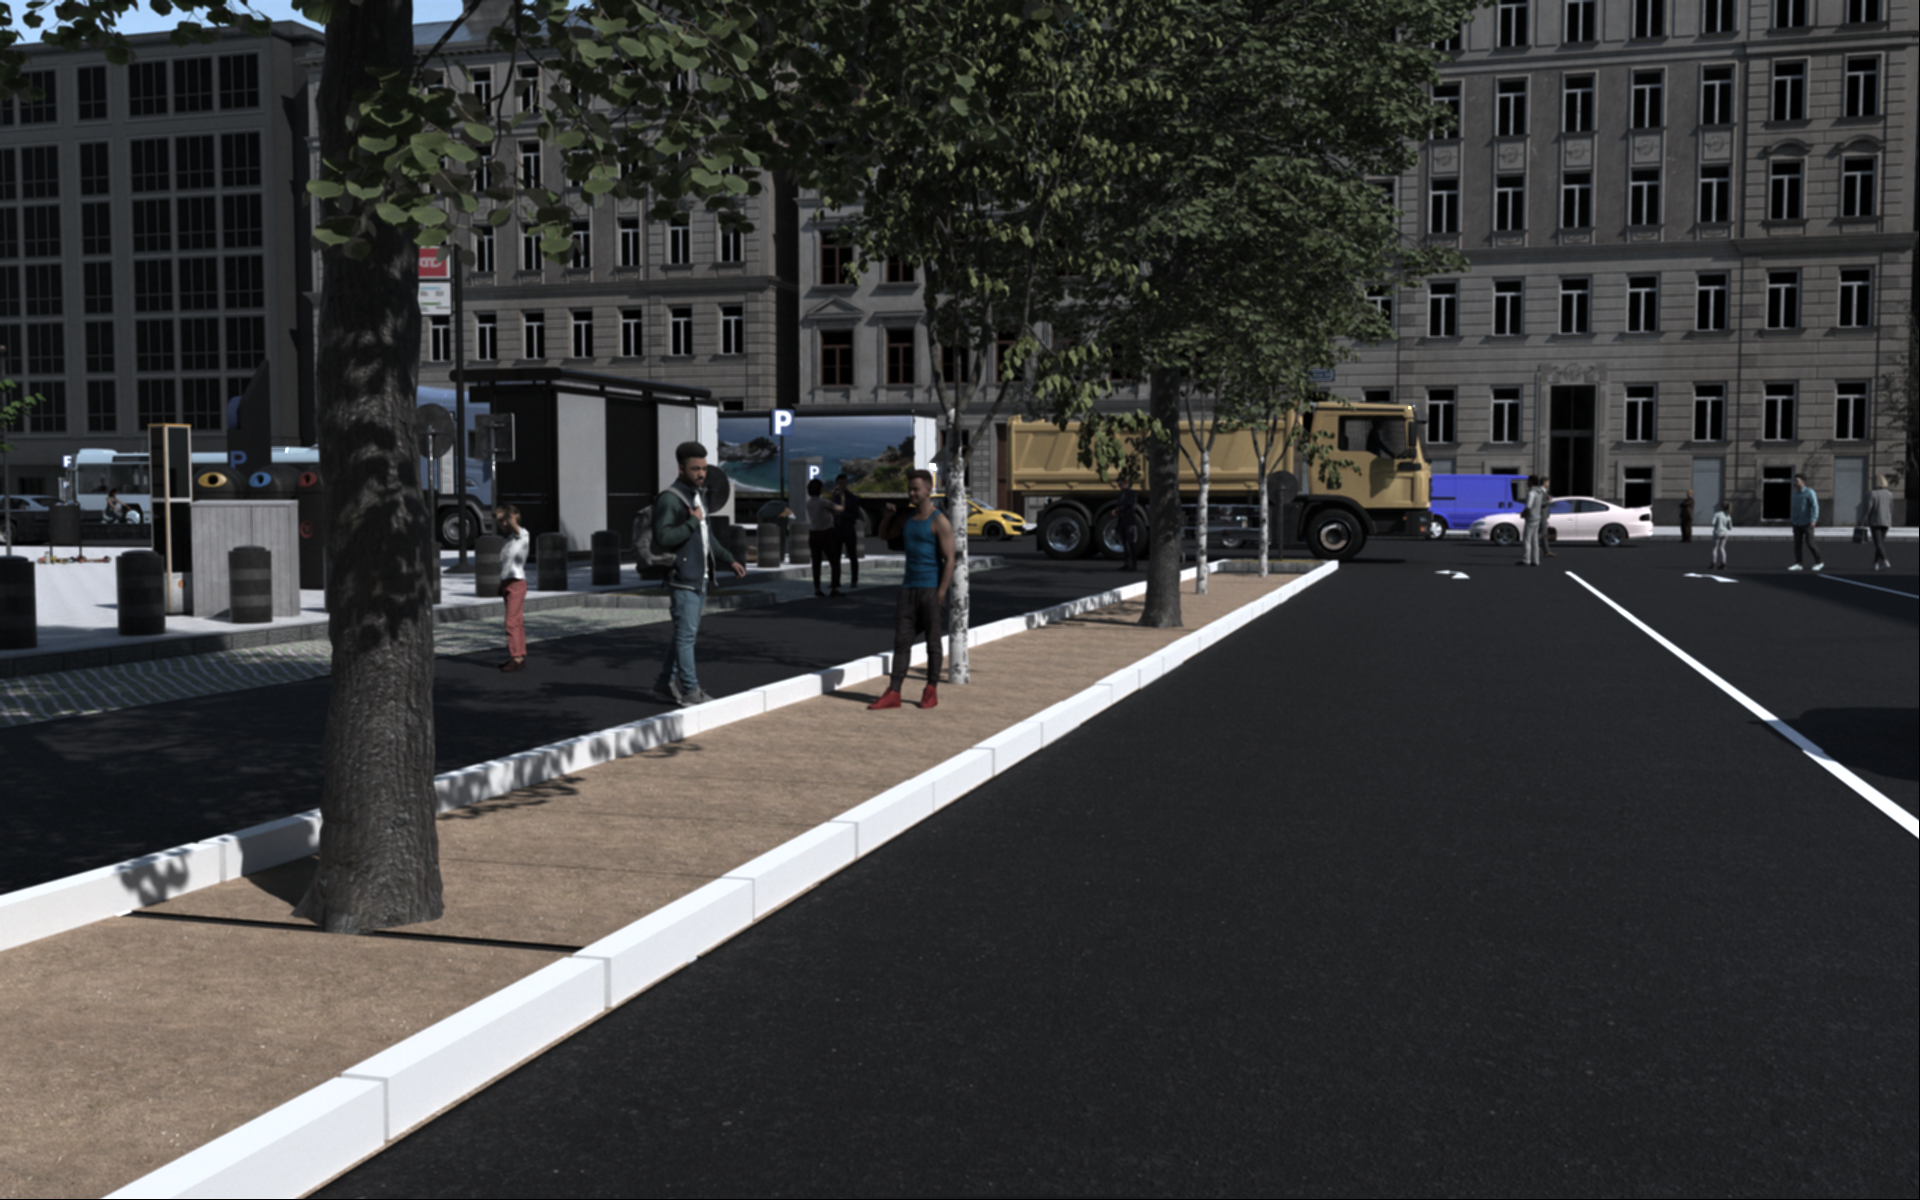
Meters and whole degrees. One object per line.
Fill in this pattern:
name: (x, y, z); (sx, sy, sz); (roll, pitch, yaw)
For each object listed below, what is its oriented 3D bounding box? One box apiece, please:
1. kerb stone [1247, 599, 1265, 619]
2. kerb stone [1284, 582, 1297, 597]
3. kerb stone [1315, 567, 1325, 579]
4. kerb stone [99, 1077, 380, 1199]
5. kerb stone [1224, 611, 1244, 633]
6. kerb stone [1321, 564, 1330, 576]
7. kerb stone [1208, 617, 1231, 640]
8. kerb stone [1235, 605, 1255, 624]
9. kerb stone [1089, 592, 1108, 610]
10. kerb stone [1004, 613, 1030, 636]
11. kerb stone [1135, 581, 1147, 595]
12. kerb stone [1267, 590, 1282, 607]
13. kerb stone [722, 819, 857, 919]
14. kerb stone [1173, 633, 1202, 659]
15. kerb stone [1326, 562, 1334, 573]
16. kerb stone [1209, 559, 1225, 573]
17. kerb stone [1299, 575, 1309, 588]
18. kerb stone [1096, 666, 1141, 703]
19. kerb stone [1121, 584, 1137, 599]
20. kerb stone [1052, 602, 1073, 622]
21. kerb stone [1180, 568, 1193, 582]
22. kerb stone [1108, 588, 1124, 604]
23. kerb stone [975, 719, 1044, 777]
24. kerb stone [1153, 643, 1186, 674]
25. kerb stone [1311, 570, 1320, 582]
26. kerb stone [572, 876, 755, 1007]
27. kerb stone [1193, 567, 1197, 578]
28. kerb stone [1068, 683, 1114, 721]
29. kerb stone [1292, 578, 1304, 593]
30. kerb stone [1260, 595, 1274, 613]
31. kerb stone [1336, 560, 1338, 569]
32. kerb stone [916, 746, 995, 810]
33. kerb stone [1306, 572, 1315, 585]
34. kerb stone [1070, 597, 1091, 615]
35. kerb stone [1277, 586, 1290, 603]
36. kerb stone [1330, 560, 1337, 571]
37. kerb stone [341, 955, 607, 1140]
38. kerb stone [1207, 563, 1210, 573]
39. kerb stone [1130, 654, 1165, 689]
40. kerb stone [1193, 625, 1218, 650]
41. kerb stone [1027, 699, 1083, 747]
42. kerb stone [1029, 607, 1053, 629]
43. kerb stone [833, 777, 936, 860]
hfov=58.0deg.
kerb stone: (3.398, 0.126, 20.129); (0.120, 0.150, 1.000); (1, 4, 16)
kerb stone: (4.541, -0.115, 24.079); (0.120, 0.150, 1.000); (1, 4, 16)
kerb stone: (5.971, -0.418, 29.022); (0.120, 0.150, 1.000); (1, 4, 16)
kerb stone: (-1.454, 1.155, 3.319); (0.120, 0.150, 1.000); (1, 4, 16)
kerb stone: (2.825, 0.248, 18.148); (0.120, 0.150, 1.000); (1, 4, 16)
kerb stone: (6.260, -0.478, 30.006); (0.120, 0.150, 1.000); (1, 4, 16)
kerb stone: (2.541, 0.308, 17.163); (0.120, 0.150, 1.000); (1, 4, 16)
kerb stone: (3.110, 0.187, 19.145); (0.120, 0.150, 1.000); (1, 4, 16)
kerb stone: (1.670, 0.031, 21.681); (0.120, 0.150, 1.000); (1, 4, 16)
kerb stone: (0.515, 0.273, 17.728); (0.120, 0.150, 1.000); (1, 4, 16)
kerb stone: (2.523, -0.150, 24.650); (0.120, 0.150, 1.000); (1, 4, 16)
kerb stone: (3.971, 0.006, 22.102); (0.120, 0.150, 1.000); (1, 4, 16)
kerb stone: (-0.606, 0.974, 6.286); (0.120, 0.150, 1.000); (1, 4, 16)
kerb stone: (1.965, 0.429, 15.189); (0.120, 0.150, 1.000); (1, 4, 16)
kerb stone: (6.546, -0.534, 30.992); (0.120, 0.150, 1.000); (1, 4, 16)
kerb stone: (4.811, -0.635, 32.578); (0.120, 0.150, 1.000); (1, 4, 16)
kerb stone: (5.107, -0.233, 26.058); (0.120, 0.150, 1.000); (1, 4, 16)
kerb stone: (1.110, 0.610, 12.222); (0.120, 0.150, 1.000); (1, 4, 16)
kerb stone: (2.236, -0.090, 23.662); (0.120, 0.150, 1.000); (1, 4, 16)
kerb stone: (1.093, 0.157, 19.696); (0.120, 0.150, 1.000); (1, 4, 16)
kerb stone: (3.664, -0.392, 28.605); (0.120, 0.150, 1.000); (1, 4, 16)
kerb stone: (1.956, -0.025, 22.675); (0.120, 0.150, 1.000); (1, 4, 16)
kerb stone: (0.258, 0.791, 9.257); (0.120, 0.150, 1.000); (1, 4, 16)
kerb stone: (1.693, 0.489, 14.200); (0.120, 0.150, 1.000); (1, 4, 16)
kerb stone: (5.686, -0.354, 28.035); (0.120, 0.150, 1.000); (1, 4, 16)
kerb stone: (-0.885, 1.034, 5.292); (0.120, 0.150, 1.000); (1, 4, 16)
kerb stone: (3.956, -0.453, 29.604); (0.120, 0.150, 1.000); (1, 4, 16)
kerb stone: (0.826, 0.683, 11.238); (0.120, 0.150, 1.000); (1, 4, 16)
kerb stone: (4.830, -0.175, 25.068); (0.120, 0.150, 1.000); (1, 4, 16)
kerb stone: (3.688, 0.072, 21.116); (0.120, 0.150, 1.000); (1, 4, 16)
kerb stone: (7.107, -0.659, 32.972); (0.120, 0.150, 1.000); (1, 4, 16)
kerb stone: (-0.035, 0.858, 8.263); (0.120, 0.150, 1.000); (1, 4, 16)
kerb stone: (5.399, -0.297, 27.048); (0.120, 0.150, 1.000); (1, 4, 16)
kerb stone: (1.374, 0.095, 20.695); (0.120, 0.150, 1.000); (1, 4, 16)
kerb stone: (4.262, -0.053, 23.085); (0.120, 0.150, 1.000); (1, 4, 16)
kerb stone: (6.827, -0.598, 31.980); (0.120, 0.150, 1.000); (1, 4, 16)
kerb stone: (-1.176, 1.094, 4.306); (0.120, 0.150, 1.000); (1, 4, 16)
kerb stone: (4.247, -0.514, 30.600); (0.120, 0.150, 1.000); (1, 4, 16)
kerb stone: (1.405, 0.550, 13.204); (0.120, 0.150, 1.000); (1, 4, 16)
kerb stone: (2.256, 0.370, 16.172); (0.120, 0.150, 1.000); (1, 4, 16)
kerb stone: (0.546, 0.731, 10.241); (0.120, 0.150, 1.000); (1, 4, 16)
kerb stone: (0.810, 0.213, 18.710); (0.120, 0.150, 1.000); (1, 4, 16)
kerb stone: (-0.317, 0.912, 7.276); (0.120, 0.150, 1.000); (1, 4, 16)
